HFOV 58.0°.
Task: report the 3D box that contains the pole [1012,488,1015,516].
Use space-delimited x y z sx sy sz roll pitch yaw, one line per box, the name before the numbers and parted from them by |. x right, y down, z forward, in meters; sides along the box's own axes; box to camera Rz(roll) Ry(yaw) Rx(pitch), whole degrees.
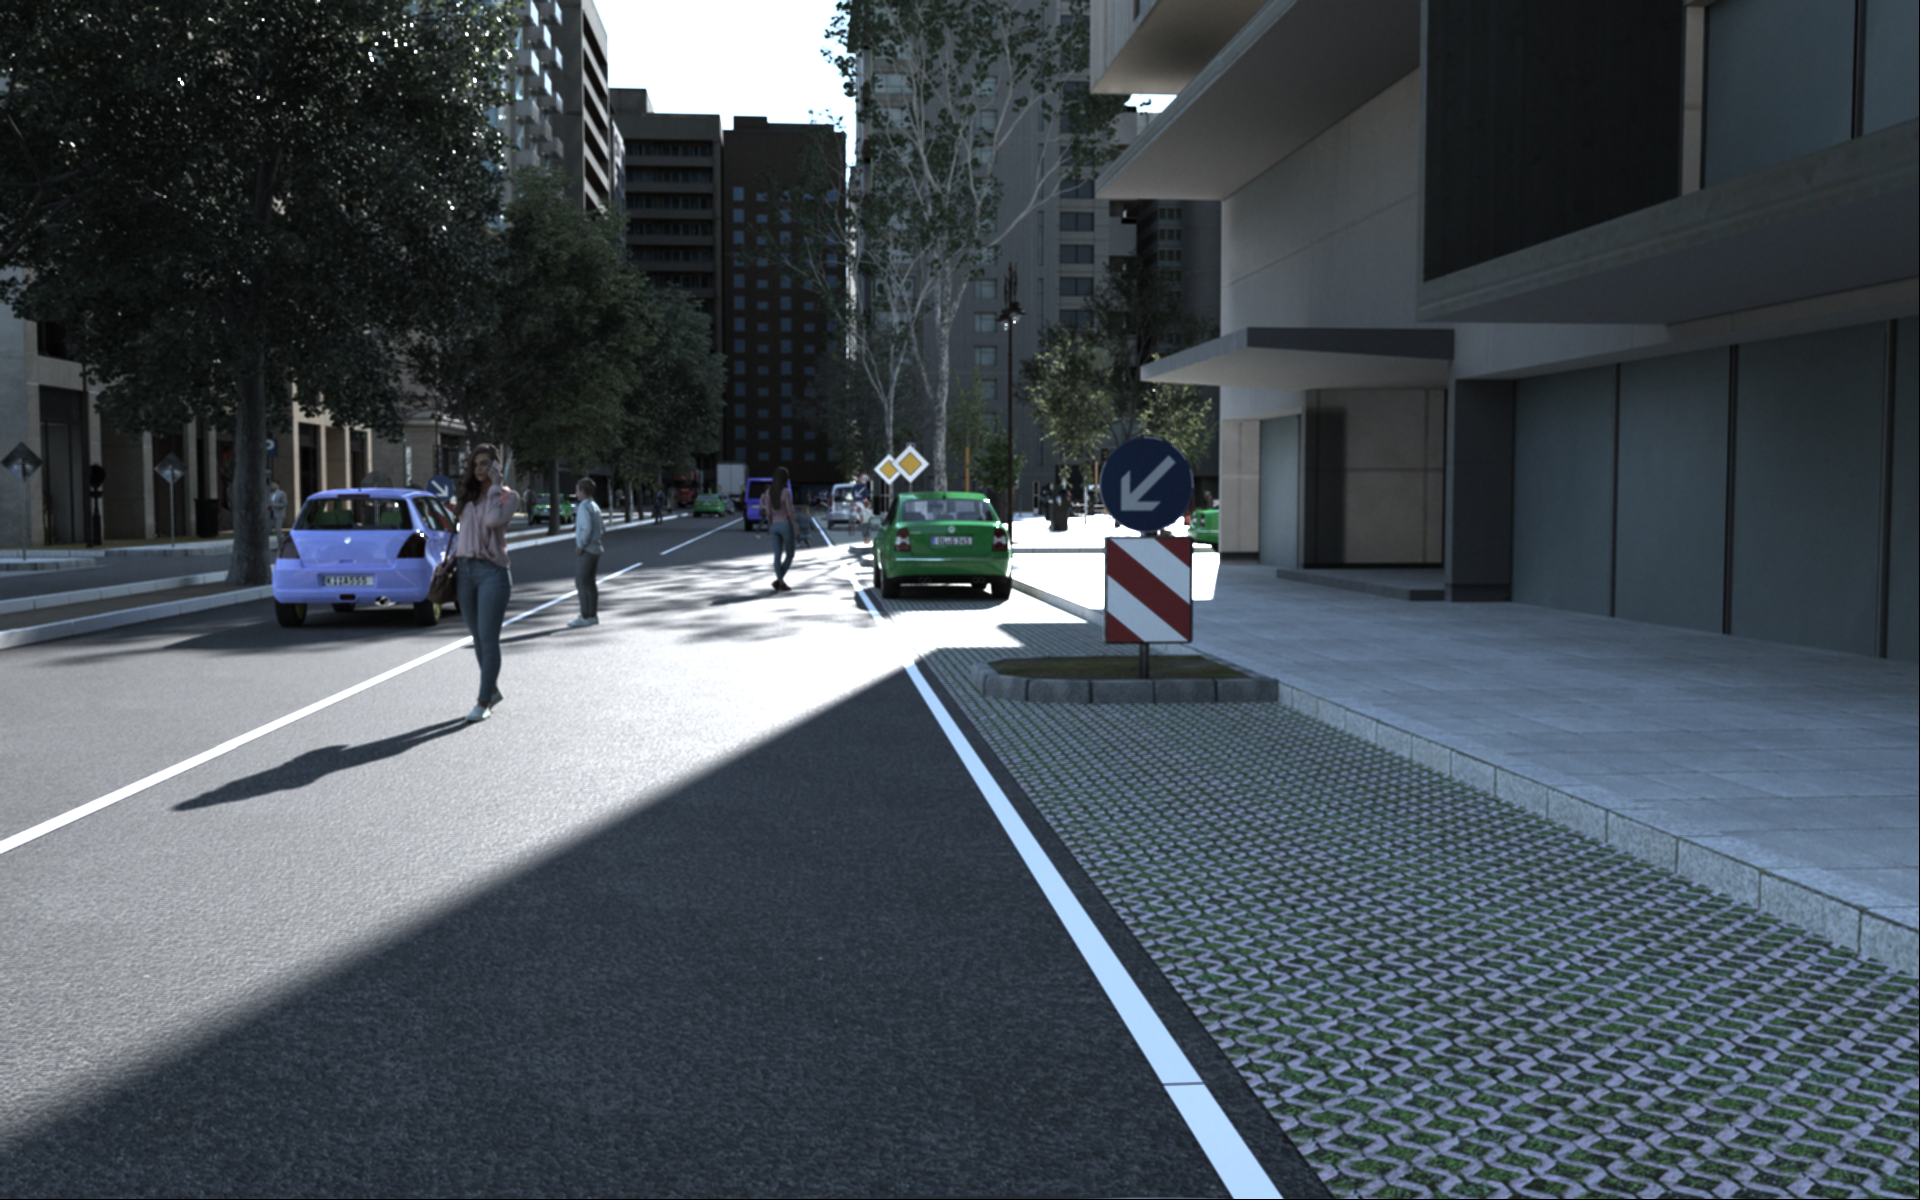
pole | 3.172 -6.685 103.149 0.158 3.312 0.155 0 3 0

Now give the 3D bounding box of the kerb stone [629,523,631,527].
kerb stone | -14.407 -3.212 74.712 0.120 0.150 1.000 0 4 -5

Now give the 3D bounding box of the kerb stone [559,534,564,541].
kerb stone | -12.394 -1.900 53.266 0.120 0.150 1.000 0 4 -5

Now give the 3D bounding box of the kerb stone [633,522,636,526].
kerb stone | -14.598 -3.337 76.754 0.120 0.150 1.000 0 4 -5

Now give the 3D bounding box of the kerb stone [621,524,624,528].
kerb stone | -14.124 -3.025 71.652 0.120 0.150 1.000 0 4 -5

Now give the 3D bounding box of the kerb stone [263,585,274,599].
kerb stone | -9.649 -0.118 24.127 0.120 0.150 1.000 0 4 -5

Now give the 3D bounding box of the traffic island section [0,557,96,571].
traffic island section | -18.047 -0.678 33.373 2.009 0.180 2.903 0 4 -5

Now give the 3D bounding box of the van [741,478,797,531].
van | -7.548 -3.920 68.476 2.240 2.365 5.245 0 4 -6

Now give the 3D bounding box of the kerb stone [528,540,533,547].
kerb stone | -11.822 -1.527 47.155 0.120 0.150 1.000 0 4 -5

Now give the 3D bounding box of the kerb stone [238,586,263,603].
kerb stone | -9.555 -0.053 23.107 0.120 0.150 1.000 0 4 -5

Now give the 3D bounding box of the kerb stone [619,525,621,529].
kerb stone | -14.023 -2.955 70.635 0.120 0.150 1.000 0 4 -5

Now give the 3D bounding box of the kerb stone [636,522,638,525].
kerb stone | -14.697 -3.397 77.773 0.120 0.150 1.000 0 4 -5

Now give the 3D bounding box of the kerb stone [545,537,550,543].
kerb stone | -12.106 -1.711 50.208 0.120 0.150 1.000 0 4 -5

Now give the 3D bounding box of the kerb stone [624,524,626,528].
kerb stone | -14.224 -3.085 72.673 0.120 0.150 1.000 0 4 -5

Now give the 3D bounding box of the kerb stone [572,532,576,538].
kerb stone | -12.679 -2.085 56.331 0.120 0.150 1.000 0 4 -5

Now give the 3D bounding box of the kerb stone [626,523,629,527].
kerb stone | -14.320 -3.150 73.691 0.120 0.150 1.000 0 4 -5

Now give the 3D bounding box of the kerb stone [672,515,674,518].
kerb stone | -16.814 -4.773 100.241 0.120 0.150 1.000 0 4 -5

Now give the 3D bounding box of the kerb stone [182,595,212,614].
kerb stone | -9.361 0.071 21.062 0.120 0.150 1.000 0 4 -5

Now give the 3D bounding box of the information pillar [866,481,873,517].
information pillar | -4.928 -5.487 94.206 0.304 2.012 0.304 1 4 17

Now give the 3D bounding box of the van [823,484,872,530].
van | -4.583 -3.896 70.715 2.013 2.044 4.112 0 4 -5

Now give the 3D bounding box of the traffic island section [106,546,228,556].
traffic island section | -18.796 -1.165 41.323 2.009 0.180 2.903 0 4 -5

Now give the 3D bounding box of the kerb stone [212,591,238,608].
kerb stone | -9.461 0.012 22.080 0.120 0.150 1.000 0 4 -5

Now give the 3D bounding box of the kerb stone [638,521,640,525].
kerb stone | -14.797 -3.462 78.793 0.120 0.150 1.000 0 4 -5

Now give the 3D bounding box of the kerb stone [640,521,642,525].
kerb stone | -14.898 -3.518 79.810 0.120 0.150 1.000 0 4 -5

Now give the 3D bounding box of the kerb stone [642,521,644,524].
kerb stone | -14.991 -3.586 80.831 0.120 0.150 1.000 0 4 -5

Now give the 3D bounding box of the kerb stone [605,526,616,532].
kerb stone | -13.828 -2.838 68.591 0.120 0.150 1.000 0 4 -5

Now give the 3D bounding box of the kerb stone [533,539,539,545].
kerb stone | -11.924 -1.589 48.172 0.120 0.150 1.000 0 4 -5

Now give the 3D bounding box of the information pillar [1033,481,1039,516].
information pillar | 4.425 -5.894 100.860 0.304 2.012 0.304 0 4 2

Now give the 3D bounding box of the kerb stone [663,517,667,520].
kerb stone | -16.339 -4.455 95.137 0.120 0.150 1.000 0 4 -5

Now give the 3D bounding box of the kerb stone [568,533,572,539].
kerb stone | -12.587 -2.024 55.302 0.120 0.150 1.000 0 4 -5

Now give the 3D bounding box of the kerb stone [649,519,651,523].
kerb stone | -15.375 -3.835 84.909 0.120 0.150 1.000 0 4 -5

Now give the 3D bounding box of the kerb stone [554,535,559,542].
kerb stone | -12.299 -1.838 52.249 0.120 0.150 1.000 0 4 -5

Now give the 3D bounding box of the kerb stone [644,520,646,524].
kerb stone | -15.079 -3.646 81.851 0.120 0.150 1.000 0 4 -5

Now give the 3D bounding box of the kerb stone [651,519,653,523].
kerb stone | -15.466 -3.892 85.942 0.120 0.150 1.000 0 4 -5

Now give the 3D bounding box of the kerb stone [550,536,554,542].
kerb stone | -12.203 -1.776 51.231 0.120 0.150 1.000 0 4 -5

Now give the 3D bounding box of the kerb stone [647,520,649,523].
kerb stone | -15.274 -3.773 83.892 0.120 0.150 1.000 0 4 -5

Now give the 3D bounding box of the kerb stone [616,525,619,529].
kerb stone | -13.938 -2.900 69.614 0.120 0.150 1.000 0 4 -5

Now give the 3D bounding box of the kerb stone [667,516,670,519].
kerb stone | -16.523 -4.584 97.183 0.120 0.150 1.000 0 4 -5

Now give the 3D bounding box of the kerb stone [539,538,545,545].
kerb stone | -12.001 -1.651 49.191 0.120 0.150 1.000 0 4 -5

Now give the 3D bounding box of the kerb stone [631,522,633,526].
kerb stone | -14.507 -3.275 75.735 0.120 0.150 1.000 0 4 -5

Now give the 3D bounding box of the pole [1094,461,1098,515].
pole | 8.504 -7.002 108.326 0.158 3.312 0.155 0 3 0

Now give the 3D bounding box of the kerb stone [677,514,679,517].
kerb stone | -17.199 -5.022 104.315 0.120 0.150 1.000 0 4 -5

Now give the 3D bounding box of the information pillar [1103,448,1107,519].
information pillar | 7.460 -5.971 88.985 0.183 3.616 0.504 0 4 -2

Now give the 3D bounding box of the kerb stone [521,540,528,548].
kerb stone | -11.724 -1.463 46.137 0.120 0.150 1.000 0 4 -5

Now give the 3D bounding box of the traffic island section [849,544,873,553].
traffic island section | -1.729 -1.262 42.919 2.009 0.180 2.903 0 4 -5

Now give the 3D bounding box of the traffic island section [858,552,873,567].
traffic island section | -0.980 -0.776 34.969 2.009 0.180 2.903 0 4 -5

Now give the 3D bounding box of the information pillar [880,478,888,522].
information pillar | -3.459 -4.598 79.676 0.304 2.012 0.304 2 4 34

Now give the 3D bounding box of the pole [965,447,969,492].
pole | 0.308 -4.979 75.246 0.158 3.312 0.155 0 3 0

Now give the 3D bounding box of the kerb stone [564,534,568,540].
kerb stone | -12.493 -1.963 54.284 0.120 0.150 1.000 0 4 -5

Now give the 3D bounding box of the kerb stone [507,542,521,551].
kerb stone | -11.631 -1.402 45.119 0.120 0.150 1.000 0 4 -5
